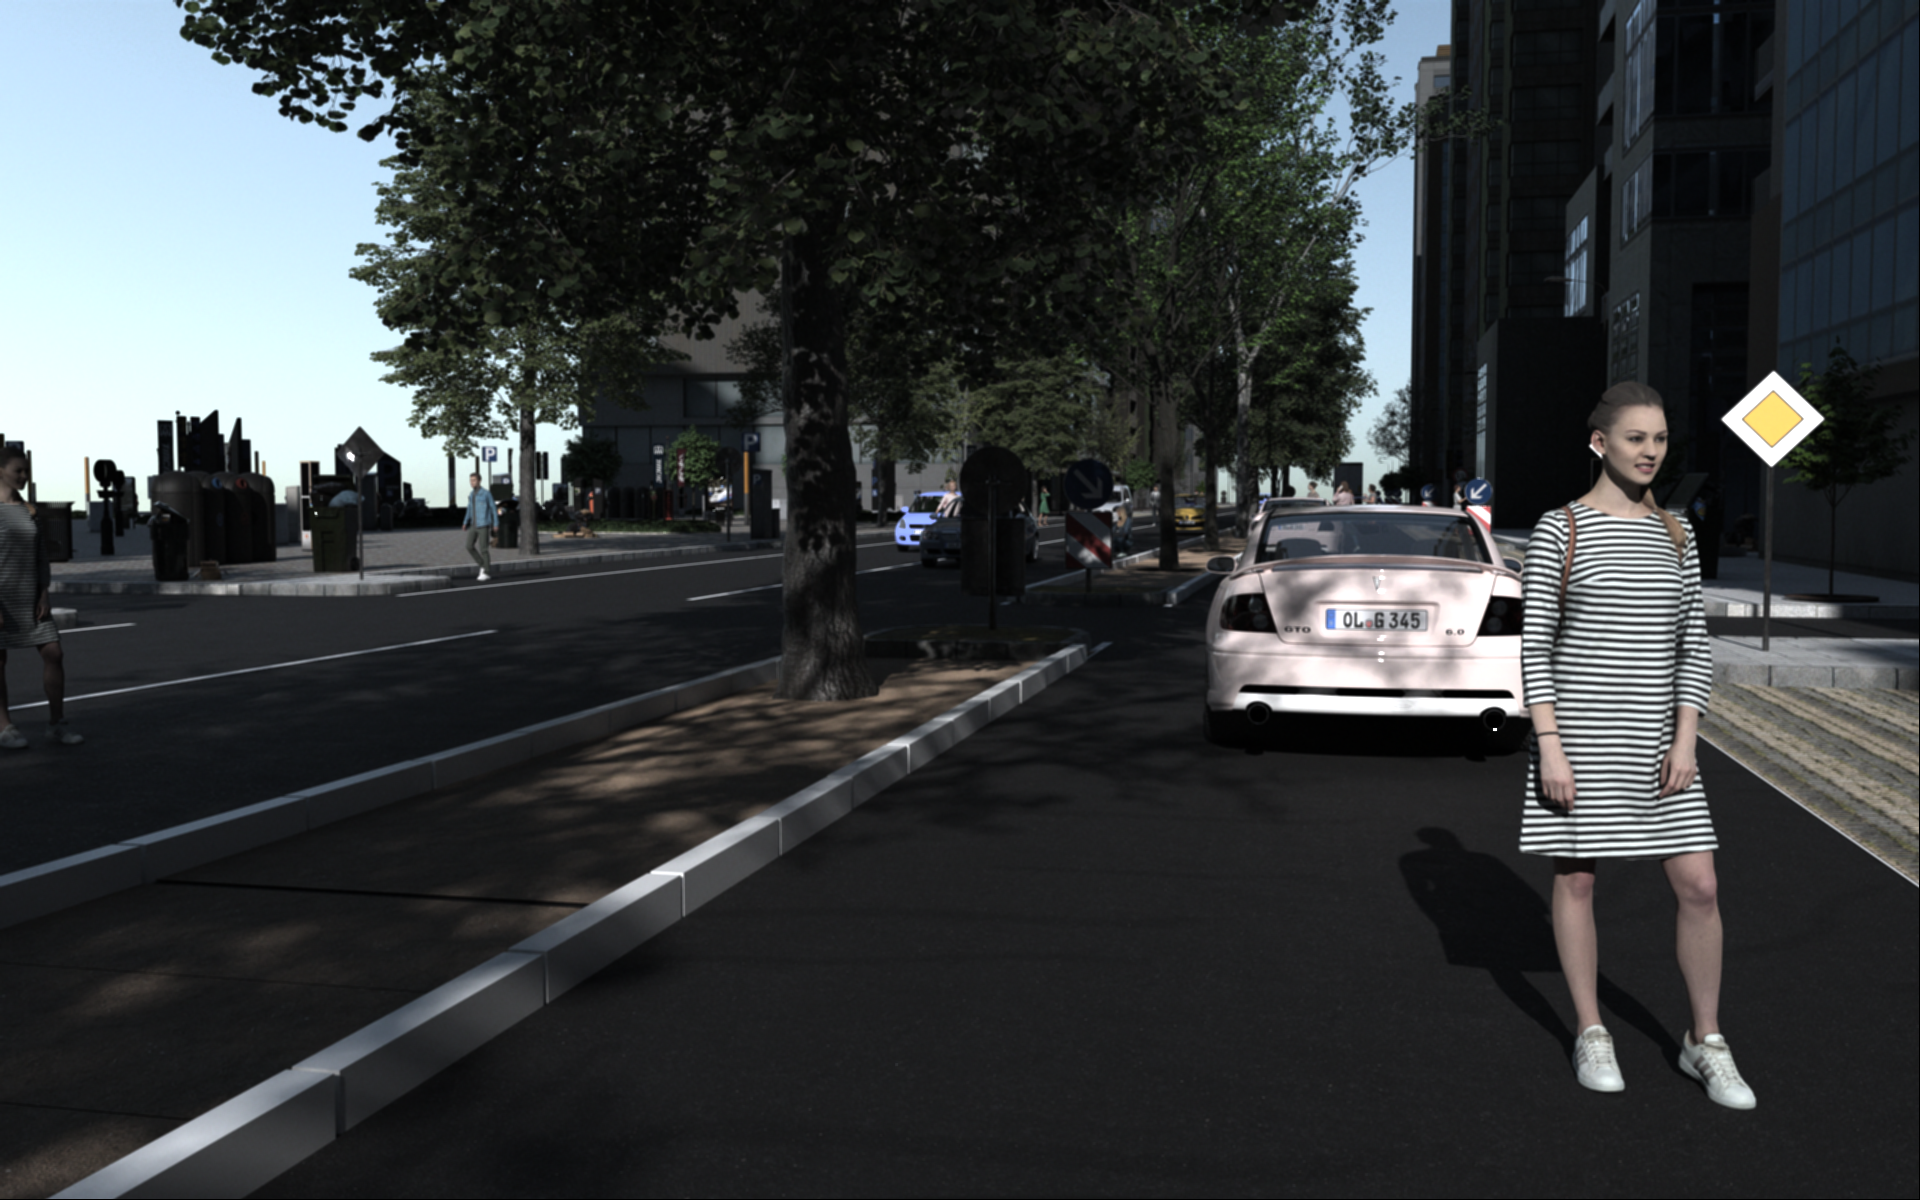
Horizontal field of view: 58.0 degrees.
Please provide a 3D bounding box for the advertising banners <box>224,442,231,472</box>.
[{"bbox_3d":[-25.481,-3.872,59.490,2.074,3.025,0.090,3,5,43],"label":"advertising banners"}]

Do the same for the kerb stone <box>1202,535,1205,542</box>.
[{"bbox_3d":[7.097,-1.780,51.374,0.120,0.150,1.000,1,4,13],"label":"kerb stone"}]

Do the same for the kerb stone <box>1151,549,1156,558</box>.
[{"bbox_3d":[4.166,-0.987,38.379,0.120,0.150,1.000,1,4,13],"label":"kerb stone"}]

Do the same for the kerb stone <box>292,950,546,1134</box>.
[{"bbox_3d":[-1.334,1.095,4.371,0.120,0.150,1.000,1,4,13],"label":"kerb stone"}]

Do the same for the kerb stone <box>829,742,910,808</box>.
[{"bbox_3d":[-0.438,0.846,8.363,0.120,0.150,1.000,1,4,13],"label":"kerb stone"}]

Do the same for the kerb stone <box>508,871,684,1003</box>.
[{"bbox_3d":[-1.109,1.031,5.369,0.120,0.150,1.000,1,4,13],"label":"kerb stone"}]

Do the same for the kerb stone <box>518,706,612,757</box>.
[{"bbox_3d":[-2.258,0.756,9.841,0.120,0.150,1.000,1,4,13],"label":"kerb stone"}]

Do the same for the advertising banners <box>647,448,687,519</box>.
[{"bbox_3d":[-11.077,-4.244,65.583,0.090,3.025,2.074,3,4,37],"label":"advertising banners"}]

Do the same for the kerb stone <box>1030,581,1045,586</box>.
[{"bbox_3d":[1.015,-0.133,24.366,0.120,0.150,1.000,1,4,13],"label":"kerb stone"}]

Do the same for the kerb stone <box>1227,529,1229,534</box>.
[{"bbox_3d":[9.350,-2.396,61.378,0.120,0.150,1.000,1,4,13],"label":"kerb stone"}]

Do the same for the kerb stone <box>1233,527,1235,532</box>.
[{"bbox_3d":[10.026,-2.576,64.388,0.120,0.150,1.000,1,4,13],"label":"kerb stone"}]

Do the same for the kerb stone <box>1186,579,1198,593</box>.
[{"bbox_3d":[3.289,-0.167,24.930,0.120,0.150,1.000,1,4,13],"label":"kerb stone"}]

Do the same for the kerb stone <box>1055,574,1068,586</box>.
[{"bbox_3d":[1.468,-0.255,26.370,0.120,0.150,1.000,1,4,13],"label":"kerb stone"}]

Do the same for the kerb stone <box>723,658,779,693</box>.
[{"bbox_3d":[-1.581,0.572,12.838,0.120,0.150,1.000,1,4,13],"label":"kerb stone"}]

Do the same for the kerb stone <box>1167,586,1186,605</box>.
[{"bbox_3d":[2.847,-0.045,22.926,0.120,0.150,1.000,1,4,13],"label":"kerb stone"}]

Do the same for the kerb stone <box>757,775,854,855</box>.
[{"bbox_3d":[-0.659,0.909,7.363,0.120,0.150,1.000,1,4,13],"label":"kerb stone"}]

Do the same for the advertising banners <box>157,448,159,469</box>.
[{"bbox_3d":[-30.818,-4.349,67.296,0.090,3.025,2.074,0,4,-6],"label":"advertising banners"}]

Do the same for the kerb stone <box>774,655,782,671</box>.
[{"bbox_3d":[-1.352,0.514,13.834,0.120,0.150,1.000,1,4,13],"label":"kerb stone"}]

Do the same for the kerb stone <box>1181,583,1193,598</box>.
[{"bbox_3d":[3.076,-0.103,23.930,0.120,0.150,1.000,1,4,13],"label":"kerb stone"}]

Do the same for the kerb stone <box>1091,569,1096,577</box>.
[{"bbox_3d":[2.138,-0.439,29.366,0.120,0.150,1.000,1,4,13],"label":"kerb stone"}]

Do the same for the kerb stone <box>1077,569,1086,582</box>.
[{"bbox_3d":[1.923,-0.377,28.367,0.120,0.150,1.000,1,4,13],"label":"kerb stone"}]

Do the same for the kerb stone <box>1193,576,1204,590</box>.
[{"bbox_3d":[3.516,-0.229,25.932,0.120,0.150,1.000,1,4,13],"label":"kerb stone"}]

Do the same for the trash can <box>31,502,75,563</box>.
[{"bbox_3d":[-16.993,-1.274,32.484,0.748,1.137,0.748,0,3,0],"label":"trash can"}]

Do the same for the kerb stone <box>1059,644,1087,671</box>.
[{"bbox_3d":[0.918,0.482,14.371,0.120,0.150,1.000,1,4,13],"label":"kerb stone"}]

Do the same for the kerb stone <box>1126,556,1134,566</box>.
[{"bbox_3d":[3.275,-0.741,34.384,0.120,0.150,1.000,1,4,13],"label":"kerb stone"}]

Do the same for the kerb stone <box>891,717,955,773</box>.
[{"bbox_3d":[-0.209,0.785,9.364,0.120,0.150,1.000,1,4,13],"label":"kerb stone"}]

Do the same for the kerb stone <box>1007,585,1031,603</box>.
[{"bbox_3d":[0.788,-0.066,23.358,0.120,0.150,1.000,1,4,13],"label":"kerb stone"}]

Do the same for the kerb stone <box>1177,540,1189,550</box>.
[{"bbox_3d":[5.970,-1.479,46.376,0.120,0.150,1.000,1,4,13],"label":"kerb stone"}]

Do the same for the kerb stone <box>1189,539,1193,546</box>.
[{"bbox_3d":[6.199,-1.535,47.374,0.120,0.150,1.000,1,4,13],"label":"kerb stone"}]

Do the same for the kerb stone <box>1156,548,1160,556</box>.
[{"bbox_3d":[4.394,-1.050,39.375,0.120,0.150,1.000,1,4,13],"label":"kerb stone"}]

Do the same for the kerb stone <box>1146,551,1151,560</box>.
[{"bbox_3d":[3.950,-0.928,37.375,0.120,0.150,1.000,1,4,13],"label":"kerb stone"}]

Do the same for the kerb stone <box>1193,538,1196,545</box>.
[{"bbox_3d":[6.424,-1.596,48.372,0.120,0.150,1.000,1,4,13],"label":"kerb stone"}]

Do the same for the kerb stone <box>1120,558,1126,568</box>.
[{"bbox_3d":[3.036,-0.682,33.376,0.120,0.150,1.000,1,4,13],"label":"kerb stone"}]

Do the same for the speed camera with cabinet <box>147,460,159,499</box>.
[{"bbox_3d":[-38.947,-5.557,85.197,0.660,3.252,2.038,1,4,21],"label":"speed camera with cabinet"}]

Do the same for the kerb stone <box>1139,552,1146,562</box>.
[{"bbox_3d":[3.727,-0.867,36.377,0.120,0.150,1.000,1,4,13],"label":"kerb stone"}]

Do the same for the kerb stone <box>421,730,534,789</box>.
[{"bbox_3d":[-2.476,0.819,8.842,0.120,0.150,1.000,1,4,13],"label":"kerb stone"}]

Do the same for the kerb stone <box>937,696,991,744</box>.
[{"bbox_3d":[0.013,0.724,10.362,0.120,0.150,1.000,1,4,13],"label":"kerb stone"}]

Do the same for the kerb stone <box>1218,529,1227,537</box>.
[{"bbox_3d":[9.124,-2.335,60.375,0.120,0.150,1.000,1,4,13],"label":"kerb stone"}]

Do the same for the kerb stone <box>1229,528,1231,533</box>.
[{"bbox_3d":[9.578,-2.458,62.378,0.120,0.150,1.000,1,4,13],"label":"kerb stone"}]

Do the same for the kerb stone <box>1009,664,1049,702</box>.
[{"bbox_3d":[0.472,0.601,12.365,0.120,0.150,1.000,1,4,13],"label":"kerb stone"}]

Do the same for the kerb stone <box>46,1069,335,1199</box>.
[{"bbox_3d":[-1.555,1.153,3.369,0.120,0.150,1.000,1,4,13],"label":"kerb stone"}]

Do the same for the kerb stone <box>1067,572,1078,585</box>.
[{"bbox_3d":[1.687,-0.316,27.369,0.120,0.150,1.000,1,4,13],"label":"kerb stone"}]

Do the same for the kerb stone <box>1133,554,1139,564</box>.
[{"bbox_3d":[3.495,-0.801,35.382,0.120,0.150,1.000,1,4,13],"label":"kerb stone"}]

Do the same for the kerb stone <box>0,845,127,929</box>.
[{"bbox_3d":[-3.156,1.000,5.842,0.120,0.150,1.000,1,4,13],"label":"kerb stone"}]

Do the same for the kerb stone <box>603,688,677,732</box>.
[{"bbox_3d":[-2.031,0.695,10.838,0.120,0.150,1.000,1,4,13],"label":"kerb stone"}]

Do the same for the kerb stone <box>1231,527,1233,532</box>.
[{"bbox_3d":[9.803,-2.520,63.391,0.120,0.150,1.000,1,4,13],"label":"kerb stone"}]

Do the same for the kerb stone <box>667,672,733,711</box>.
[{"bbox_3d":[-1.801,0.633,11.839,0.120,0.150,1.000,1,4,13],"label":"kerb stone"}]

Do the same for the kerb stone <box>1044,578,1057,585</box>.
[{"bbox_3d":[1.240,-0.192,25.366,0.120,0.150,1.000,1,4,13],"label":"kerb stone"}]

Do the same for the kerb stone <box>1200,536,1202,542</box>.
[{"bbox_3d":[6.874,-1.724,50.376,0.120,0.150,1.000,1,4,13],"label":"kerb stone"}]

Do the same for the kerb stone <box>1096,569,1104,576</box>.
[{"bbox_3d":[2.358,-0.500,30.364,0.120,0.150,1.000,1,4,13],"label":"kerb stone"}]

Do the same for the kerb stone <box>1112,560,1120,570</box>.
[{"bbox_3d":[2.815,-0.623,32.375,0.120,0.150,1.000,1,4,13],"label":"kerb stone"}]

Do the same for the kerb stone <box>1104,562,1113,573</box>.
[{"bbox_3d":[2.595,-0.555,31.371,0.120,0.150,1.000,1,4,13],"label":"kerb stone"}]

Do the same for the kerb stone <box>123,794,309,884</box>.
[{"bbox_3d":[-2.928,0.939,6.841,0.120,0.150,1.000,1,4,13],"label":"kerb stone"}]

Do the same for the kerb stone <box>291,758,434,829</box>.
[{"bbox_3d":[-2.707,0.878,7.843,0.120,0.150,1.000,1,4,13],"label":"kerb stone"}]

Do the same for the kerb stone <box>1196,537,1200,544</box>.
[{"bbox_3d":[6.655,-1.659,49.373,0.120,0.150,1.000,1,4,13],"label":"kerb stone"}]

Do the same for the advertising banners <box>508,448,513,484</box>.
[{"bbox_3d":[-17.220,-4.240,65.505,0.090,3.025,2.074,0,4,4],"label":"advertising banners"}]

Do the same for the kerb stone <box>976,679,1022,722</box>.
[{"bbox_3d":[0.239,0.663,11.360,0.120,0.150,1.000,1,4,13],"label":"kerb stone"}]

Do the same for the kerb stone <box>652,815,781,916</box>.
[{"bbox_3d":[-0.884,0.968,6.366,0.120,0.150,1.000,1,4,13],"label":"kerb stone"}]

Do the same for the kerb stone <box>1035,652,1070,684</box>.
[{"bbox_3d":[0.689,0.540,13.371,0.120,0.150,1.000,1,4,13],"label":"kerb stone"}]
